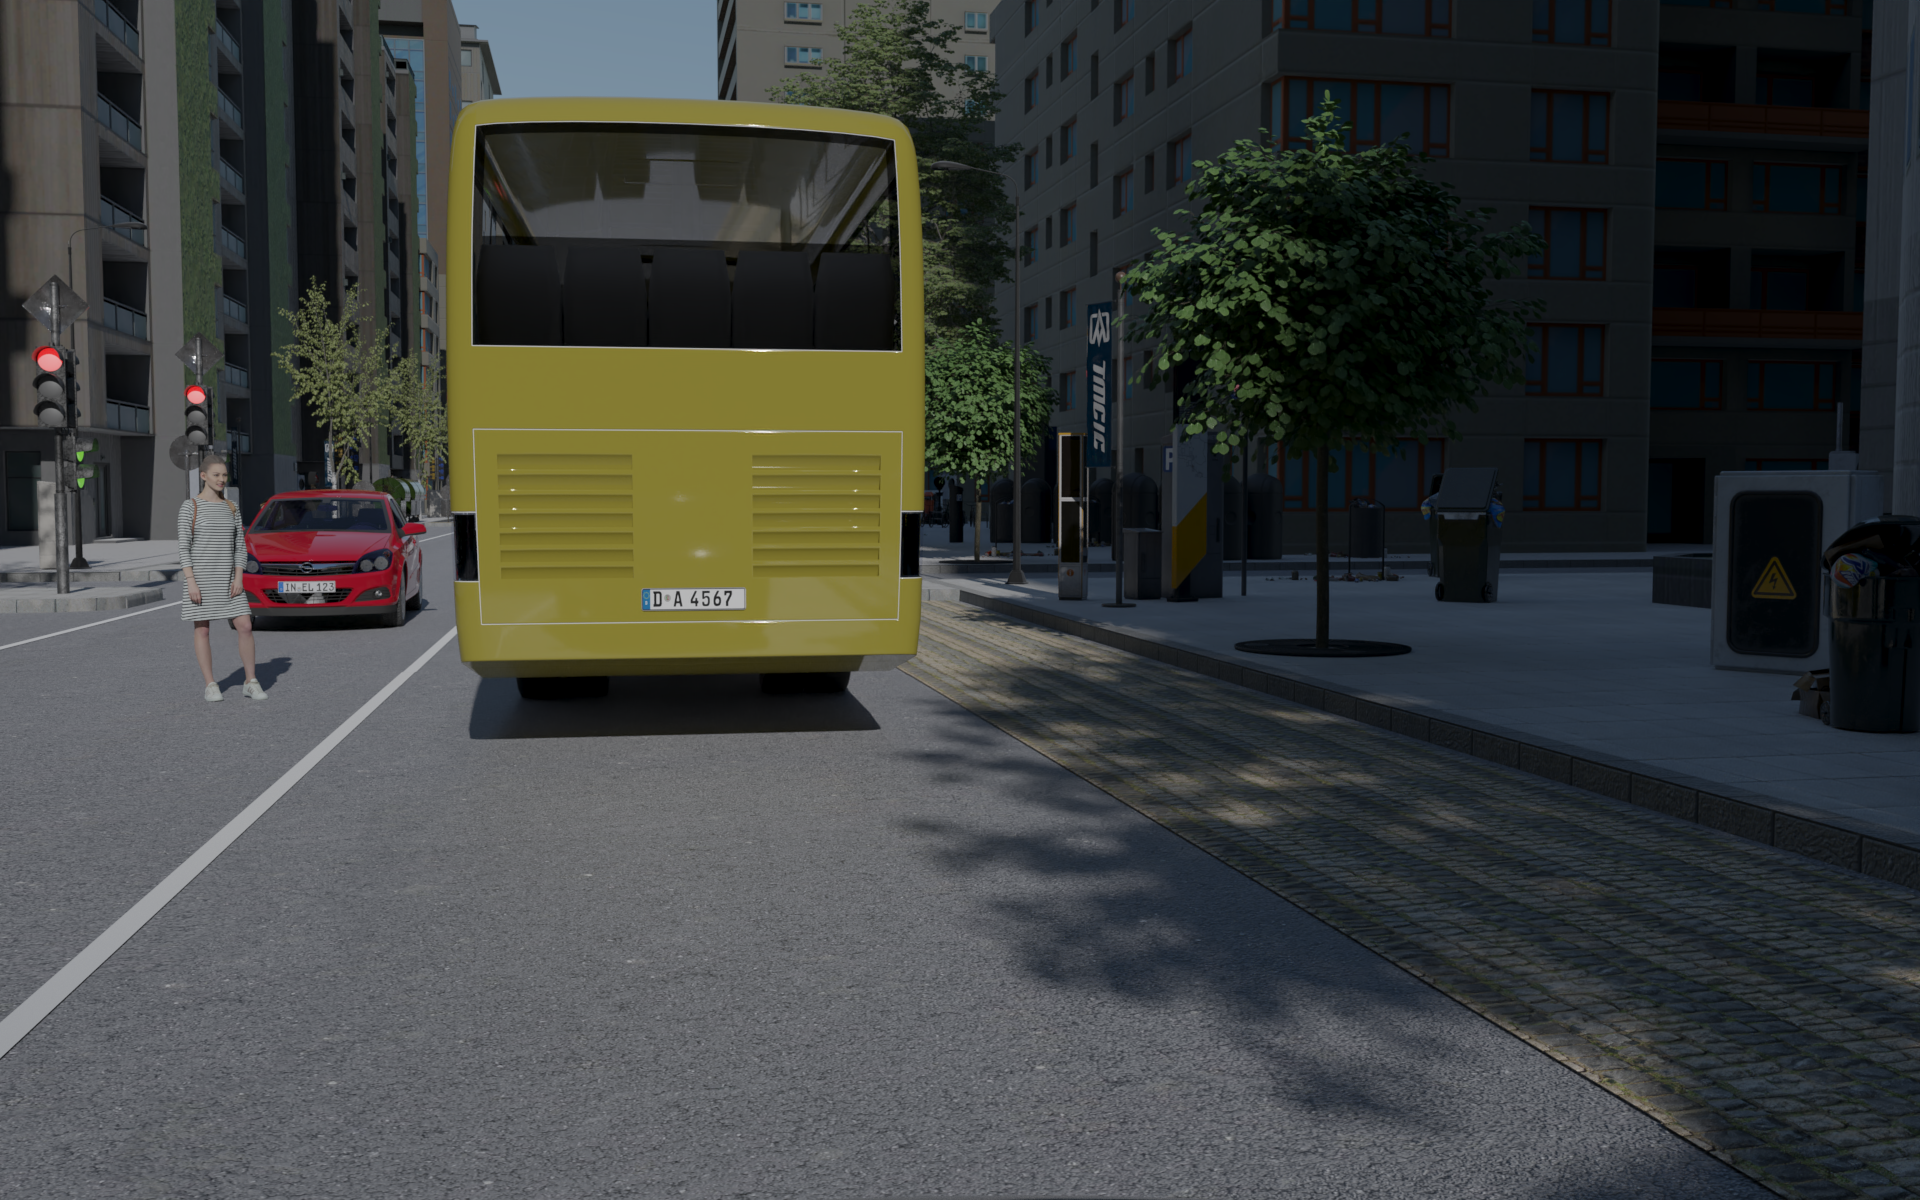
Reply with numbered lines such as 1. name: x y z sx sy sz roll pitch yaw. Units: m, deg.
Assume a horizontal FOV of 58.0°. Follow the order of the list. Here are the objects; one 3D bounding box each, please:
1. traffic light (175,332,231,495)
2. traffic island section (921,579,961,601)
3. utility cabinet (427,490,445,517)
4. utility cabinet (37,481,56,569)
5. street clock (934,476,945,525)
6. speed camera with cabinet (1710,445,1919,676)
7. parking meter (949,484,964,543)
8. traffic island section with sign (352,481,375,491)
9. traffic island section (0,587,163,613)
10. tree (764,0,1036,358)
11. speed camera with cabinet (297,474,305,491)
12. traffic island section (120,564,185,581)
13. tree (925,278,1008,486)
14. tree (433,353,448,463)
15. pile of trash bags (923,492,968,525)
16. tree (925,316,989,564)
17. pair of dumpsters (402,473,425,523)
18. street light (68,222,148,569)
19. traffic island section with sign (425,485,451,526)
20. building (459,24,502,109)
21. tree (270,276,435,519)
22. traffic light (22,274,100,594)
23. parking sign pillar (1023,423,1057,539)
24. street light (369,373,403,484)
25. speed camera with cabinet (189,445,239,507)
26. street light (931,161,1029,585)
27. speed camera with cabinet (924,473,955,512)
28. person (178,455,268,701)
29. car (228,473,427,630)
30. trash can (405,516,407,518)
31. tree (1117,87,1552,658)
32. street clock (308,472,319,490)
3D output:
1. traffic light: -13.138 -2.514 30.032 0.839 4.253 0.868 -1 4 -12
2. traffic island section: -1.250 -0.132 24.434 2.009 0.180 2.903 -1 4 -12
3. utility cabinet: -28.487 -5.242 94.392 0.318 1.500 1.173 3 4 37
4. utility cabinet: -15.640 -1.297 29.882 0.318 1.500 1.173 -1 4 -21
5. street clock: -0.842 -4.073 71.168 0.471 2.002 0.358 0 4 3
6. speed camera with cabinet: 6.365 -1.082 12.019 0.660 3.252 2.038 -3 5 -43
7. parking meter: -0.096 -2.284 45.749 0.372 1.533 0.369 0 3 0
8. traffic island section with sign: -17.327 -2.553 50.363 1.989 1.847 2.006 -1 4 -12
9. traffic island section: -11.580 -0.003 22.335 2.009 0.180 2.903 -1 4 -12
10. tree: -1.811 -7.448 39.902 7.486 12.596 7.792 0 3 0
11. speed camera with cabinet: -30.572 -5.177 78.977 0.660 3.252 2.038 0 4 3
12. traffic island section: -13.179 -0.482 30.159 2.009 0.180 2.903 -1 4 -12
13. tree: -0.039 -6.557 57.562 4.737 8.622 4.395 0 3 0
14. tree: -27.393 -8.442 88.385 4.737 8.622 4.395 0 3 0
15. pile of trash bags: -0.884 -3.913 73.728 1.912 1.369 3.447 1 4 16
16. tree: 0.259 -2.964 32.168 4.285 4.588 4.351 0 3 0
17. pair of dumpsters: -25.066 -4.610 77.864 1.574 2.255 4.437 -1 4 -12
18. street light: -14.571 -3.492 29.631 1.470 5.913 1.316 -1 4 -12
19. traffic island section with sign: -22.906 -4.221 77.645 1.989 1.847 2.006 -1 4 -12
20. building: -67.393 -37.210 197.628 28.713 52.752 27.495 -1 4 -12
21. tree: -21.277 -6.671 59.427 4.737 8.622 4.395 0 3 0
22. traffic light: -11.538 -2.036 22.209 0.839 4.253 0.868 -1 4 -12
23. parking sign pillar: 2.299 -3.766 50.039 1.447 3.967 1.447 -2 4 -27
24. street light: -22.135 -5.758 66.690 1.470 5.913 1.316 -1 4 -12
25. speed camera with cabinet: -18.043 -2.905 41.836 0.660 3.252 2.038 0 4 -5
26. street light: 0.279 -3.174 24.443 1.470 5.913 1.316 -1 4 -12
27. speed camera with cabinet: -0.961 -5.043 76.796 0.660 3.252 2.038 2 4 32
28. person: -5.172 -0.155 12.033 0.522 1.701 0.512 3 5 41
29. car: -7.192 -0.659 19.808 2.155 1.783 4.494 -1 4 -13
30. trash can: -28.408 -4.670 88.003 0.748 1.137 0.748 0 3 0
31. tree: 2.955 -1.866 14.231 4.285 4.588 4.351 0 3 0
32. street clock: -20.875 -3.145 55.997 0.358 2.002 0.471 0 4 -5
